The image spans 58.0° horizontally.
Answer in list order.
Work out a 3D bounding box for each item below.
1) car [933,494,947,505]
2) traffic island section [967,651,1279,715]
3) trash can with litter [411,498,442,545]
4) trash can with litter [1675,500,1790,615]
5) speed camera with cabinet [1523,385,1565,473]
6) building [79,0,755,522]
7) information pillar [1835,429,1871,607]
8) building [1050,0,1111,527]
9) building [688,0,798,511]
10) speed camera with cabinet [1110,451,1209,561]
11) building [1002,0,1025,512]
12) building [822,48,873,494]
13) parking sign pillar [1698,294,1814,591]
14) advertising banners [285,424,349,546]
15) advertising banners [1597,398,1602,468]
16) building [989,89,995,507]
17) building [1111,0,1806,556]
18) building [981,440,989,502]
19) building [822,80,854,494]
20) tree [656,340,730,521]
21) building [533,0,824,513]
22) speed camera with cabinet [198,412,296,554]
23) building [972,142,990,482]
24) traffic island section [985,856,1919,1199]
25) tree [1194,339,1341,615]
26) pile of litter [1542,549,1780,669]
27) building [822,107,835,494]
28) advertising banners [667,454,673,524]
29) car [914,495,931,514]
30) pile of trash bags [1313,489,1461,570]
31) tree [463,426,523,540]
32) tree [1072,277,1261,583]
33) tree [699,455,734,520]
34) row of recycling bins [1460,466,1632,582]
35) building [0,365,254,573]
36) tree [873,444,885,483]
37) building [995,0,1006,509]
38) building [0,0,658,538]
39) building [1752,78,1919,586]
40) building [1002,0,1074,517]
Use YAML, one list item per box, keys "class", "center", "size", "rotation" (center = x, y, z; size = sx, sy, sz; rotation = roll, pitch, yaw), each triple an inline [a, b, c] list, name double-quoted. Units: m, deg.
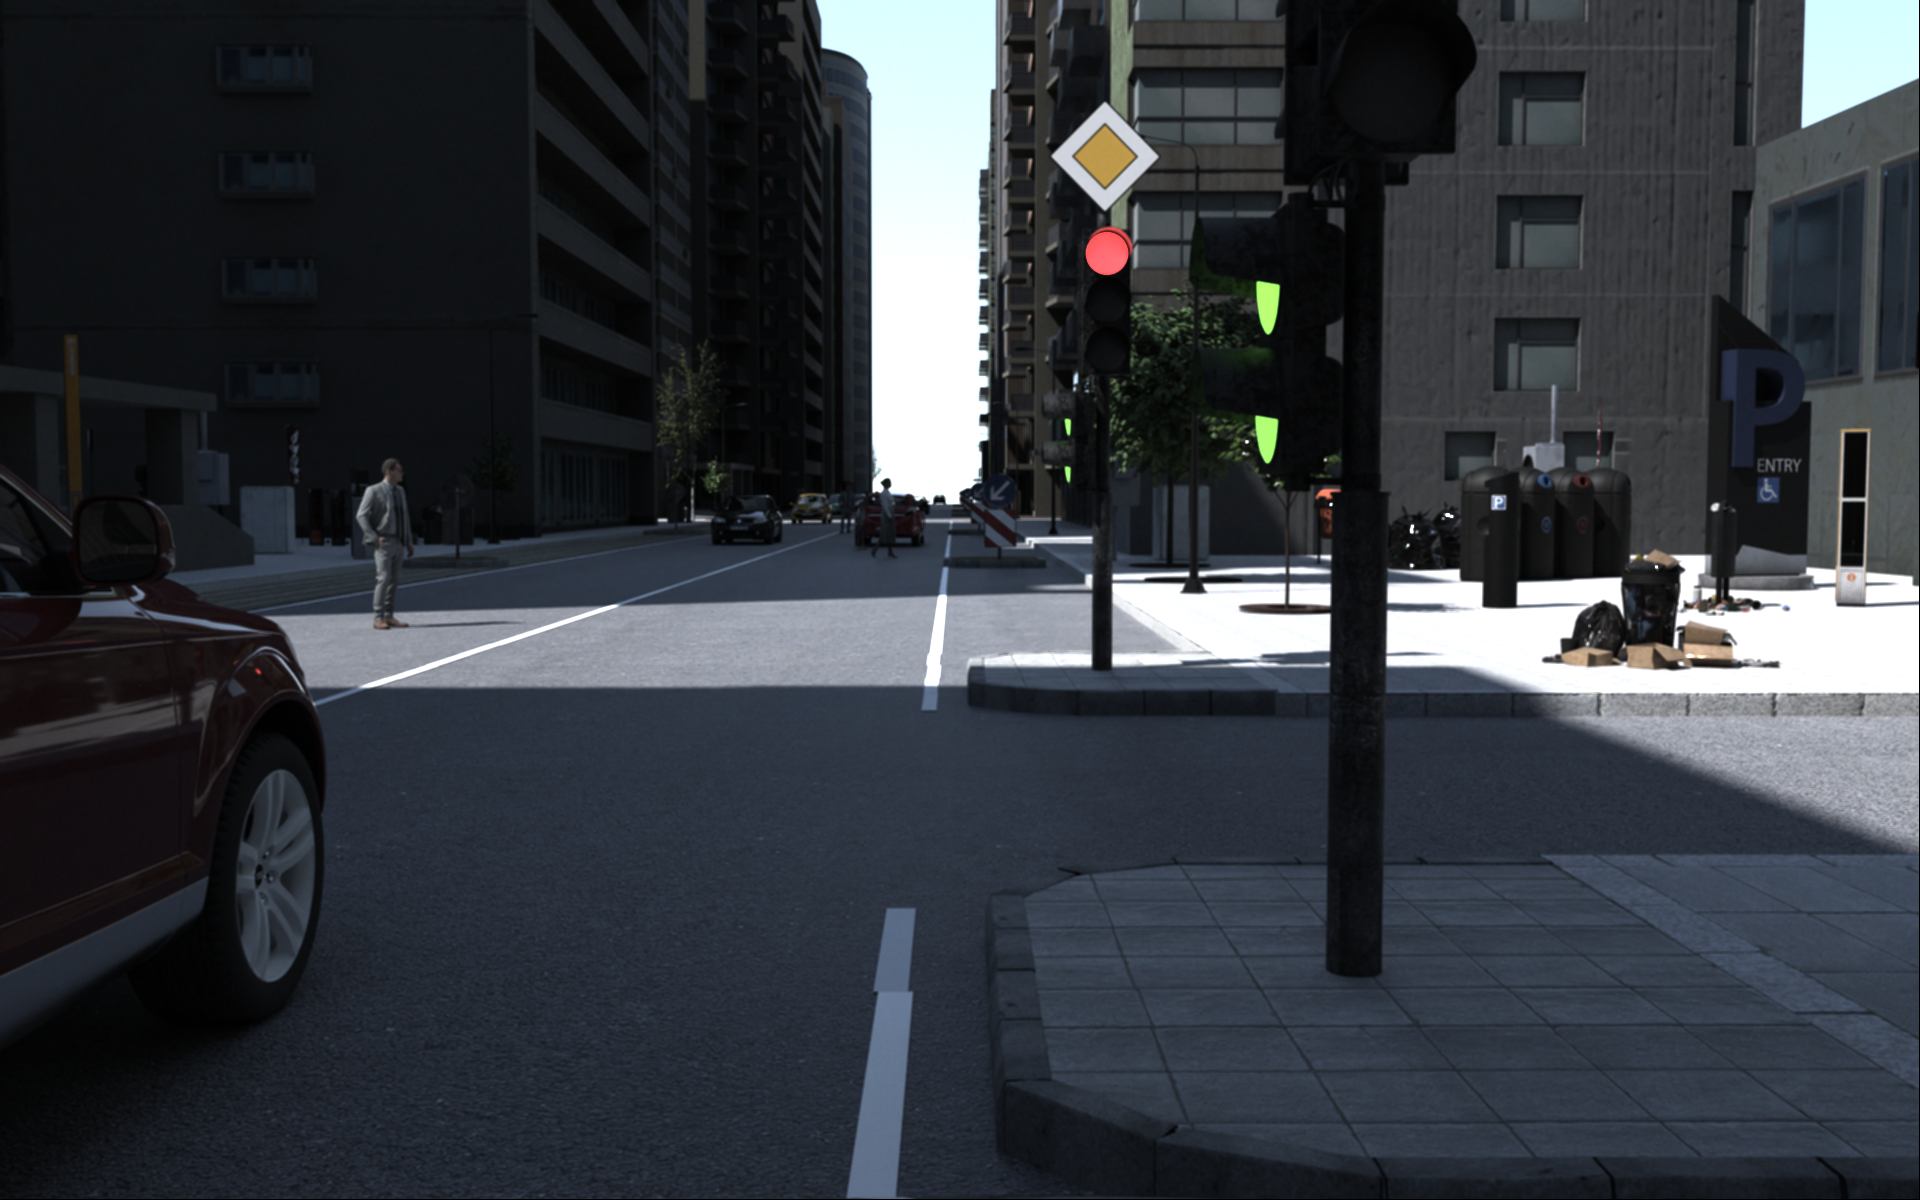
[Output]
- class: "car"
  center: [-2.811, -14.032, 239.210]
  size: [2.009, 1.686, 4.222]
  rotation: [0, 4, 1]
- class: "traffic island section"
  center: [1.058, 0.589, 12.651]
  size: [2.009, 0.180, 2.903]
  rotation: [0, 4, 0]
- class: "trash can with litter"
  center: [-13.620, -1.989, 43.913]
  size: [1.055, 1.170, 0.624]
  rotation: [-1, 4, -11]
- class: "trash can with litter"
  center: [8.355, -0.507, 19.350]
  size: [1.678, 1.210, 2.233]
  rotation: [2, 4, 32]
- class: "speed camera with cabinet"
  center: [10.603, -2.317, 32.225]
  size: [0.660, 3.252, 2.038]
  rotation: [0, 4, -1]
- class: "building"
  center: [-28.661, -24.924, 99.396]
  size: [32.217, 40.220, 23.993]
  rotation: [0, 4, 0]
- class: "information pillar"
  center: [10.188, -0.934, 19.766]
  size: [0.304, 2.012, 0.304]
  rotation: [2, 4, 25]
- class: "building"
  center: [15.261, -27.660, 71.855]
  size: [23.786, 49.044, 30.456]
  rotation: [0, 4, 0]
- class: "building"
  center: [-23.580, -28.809, 125.653]
  size: [22.147, 44.769, 28.867]
  rotation: [0, 4, 0]
- class: "speed camera with cabinet"
  center: [3.741, -2.385, 33.329]
  size: [2.038, 3.252, 0.660]
  rotation: [-1, 4, -9]
- class: "building"
  center: [10.167, -29.171, 127.055]
  size: [14.600, 45.320, 14.200]
  rotation: [0, 4, 0]
- class: "building"
  center: [-22.707, -41.971, 228.225]
  size: [21.231, 58.520, 28.212]
  rotation: [0, 4, 0]
- class: "parking sign pillar"
  center: [10.866, -2.145, 23.548]
  size: [1.447, 3.967, 1.447]
  rotation: [-1, 4, -13]
- class: "advertising banners"
  center: [-16.007, -2.867, 43.057]
  size: [2.074, 3.025, 0.090]
  rotation: [2, 4, 28]
- class: "advertising banners"
  center: [12.040, -2.234, 32.706]
  size: [0.090, 3.025, 2.074]
  rotation: [1, 4, 20]
- class: "building"
  center: [10.023, -30.260, 178.337]
  size: [14.154, 41.232, 14.086]
  rotation: [0, 4, 0]
- class: "building"
  center: [10.555, -21.913, 41.865]
  size: [14.154, 41.232, 14.086]
  rotation: [0, 4, 0]
- class: "building"
  center: [13.837, -54.255, 199.738]
  size: [22.319, 86.520, 31.000]
  rotation: [0, 4, 0]
- class: "building"
  center: [-19.447, -33.128, 191.754]
  size: [14.600, 45.320, 14.200]
  rotation: [0, 4, 0]
- class: "tree"
  center: [-12.919, -8.067, 82.251]
  size: [4.737, 8.622, 4.395]
  rotation: [0, 3, 0]
- class: "building"
  center: [-23.405, -32.234, 150.725]
  size: [21.300, 48.544, 21.600]
  rotation: [0, 4, 0]
- class: "speed camera with cabinet"
  center: [-15.382, -2.615, 37.092]
  size: [2.038, 3.252, 0.660]
  rotation: [0, 4, -4]
- class: "building"
  center: [13.607, -37.428, 231.552]
  size: [23.786, 49.044, 30.456]
  rotation: [0, 4, 0]
- class: "traffic island section"
  center: [1.083, 1.077, 4.666]
  size: [2.009, 0.180, 2.903]
  rotation: [0, 4, 0]
- class: "tree"
  center: [3.651, -1.476, 18.737]
  size: [1.663, 3.219, 1.824]
  rotation: [0, 3, 0]
- class: "pile of litter"
  center: [5.326, 0.054, 13.090]
  size: [1.719, 0.858, 1.176]
  rotation: [1, 4, 22]
- class: "building"
  center: [-20.365, -30.224, 177.759]
  size: [14.154, 41.232, 14.086]
  rotation: [0, 4, 0]
- class: "advertising banners"
  center: [-12.533, -4.816, 74.929]
  size: [0.090, 3.025, 2.074]
  rotation: [-1, 4, -15]
- class: "car"
  center: [-3.066, -6.775, 123.356]
  size: [1.945, 1.354, 3.894]
  rotation: [0, 4, 1]
- class: "pile of trash bags"
  center: [7.502, -1.287, 30.790]
  size: [1.912, 1.369, 3.447]
  rotation: [-2, 4, -29]
- class: "tree"
  center: [-12.814, -3.301, 48.573]
  size: [1.663, 3.219, 1.824]
  rotation: [0, 3, 0]
- class: "tree"
  center: [3.454, -2.556, 25.499]
  size: [4.285, 4.588, 4.351]
  rotation: [0, 3, 0]
- class: "tree"
  center: [-12.167, -5.603, 86.218]
  size: [1.663, 3.219, 1.824]
  rotation: [0, 3, 0]
- class: "row of recycling bins"
  center: [8.869, -1.172, 26.269]
  size: [3.534, 1.692, 1.069]
  rotation: [-2, 4, -35]
- class: "building"
  center: [-28.908, -20.269, 23.272]
  size: [32.217, 40.220, 23.993]
  rotation: [0, 4, 0]
- class: "tree"
  center: [-12.683, -18.173, 247.492]
  size: [4.360, 8.622, 3.978]
  rotation: [0, 3, 0]
- class: "building"
  center: [13.510, -37.101, 148.598]
  size: [21.231, 58.520, 28.212]
  rotation: [0, 4, 0]
- class: "building"
  center: [-23.097, -26.657, 59.544]
  size: [21.300, 48.544, 21.600]
  rotation: [0, 4, 0]
- class: "building"
  center: [28.830, -43.249, 19.798]
  size: [31.000, 86.520, 22.319]
  rotation: [0, 4, 0]
- class: "building"
  center: [13.812, -27.530, 104.739]
  size: [22.147, 44.769, 28.867]
  rotation: [0, 4, 0]
